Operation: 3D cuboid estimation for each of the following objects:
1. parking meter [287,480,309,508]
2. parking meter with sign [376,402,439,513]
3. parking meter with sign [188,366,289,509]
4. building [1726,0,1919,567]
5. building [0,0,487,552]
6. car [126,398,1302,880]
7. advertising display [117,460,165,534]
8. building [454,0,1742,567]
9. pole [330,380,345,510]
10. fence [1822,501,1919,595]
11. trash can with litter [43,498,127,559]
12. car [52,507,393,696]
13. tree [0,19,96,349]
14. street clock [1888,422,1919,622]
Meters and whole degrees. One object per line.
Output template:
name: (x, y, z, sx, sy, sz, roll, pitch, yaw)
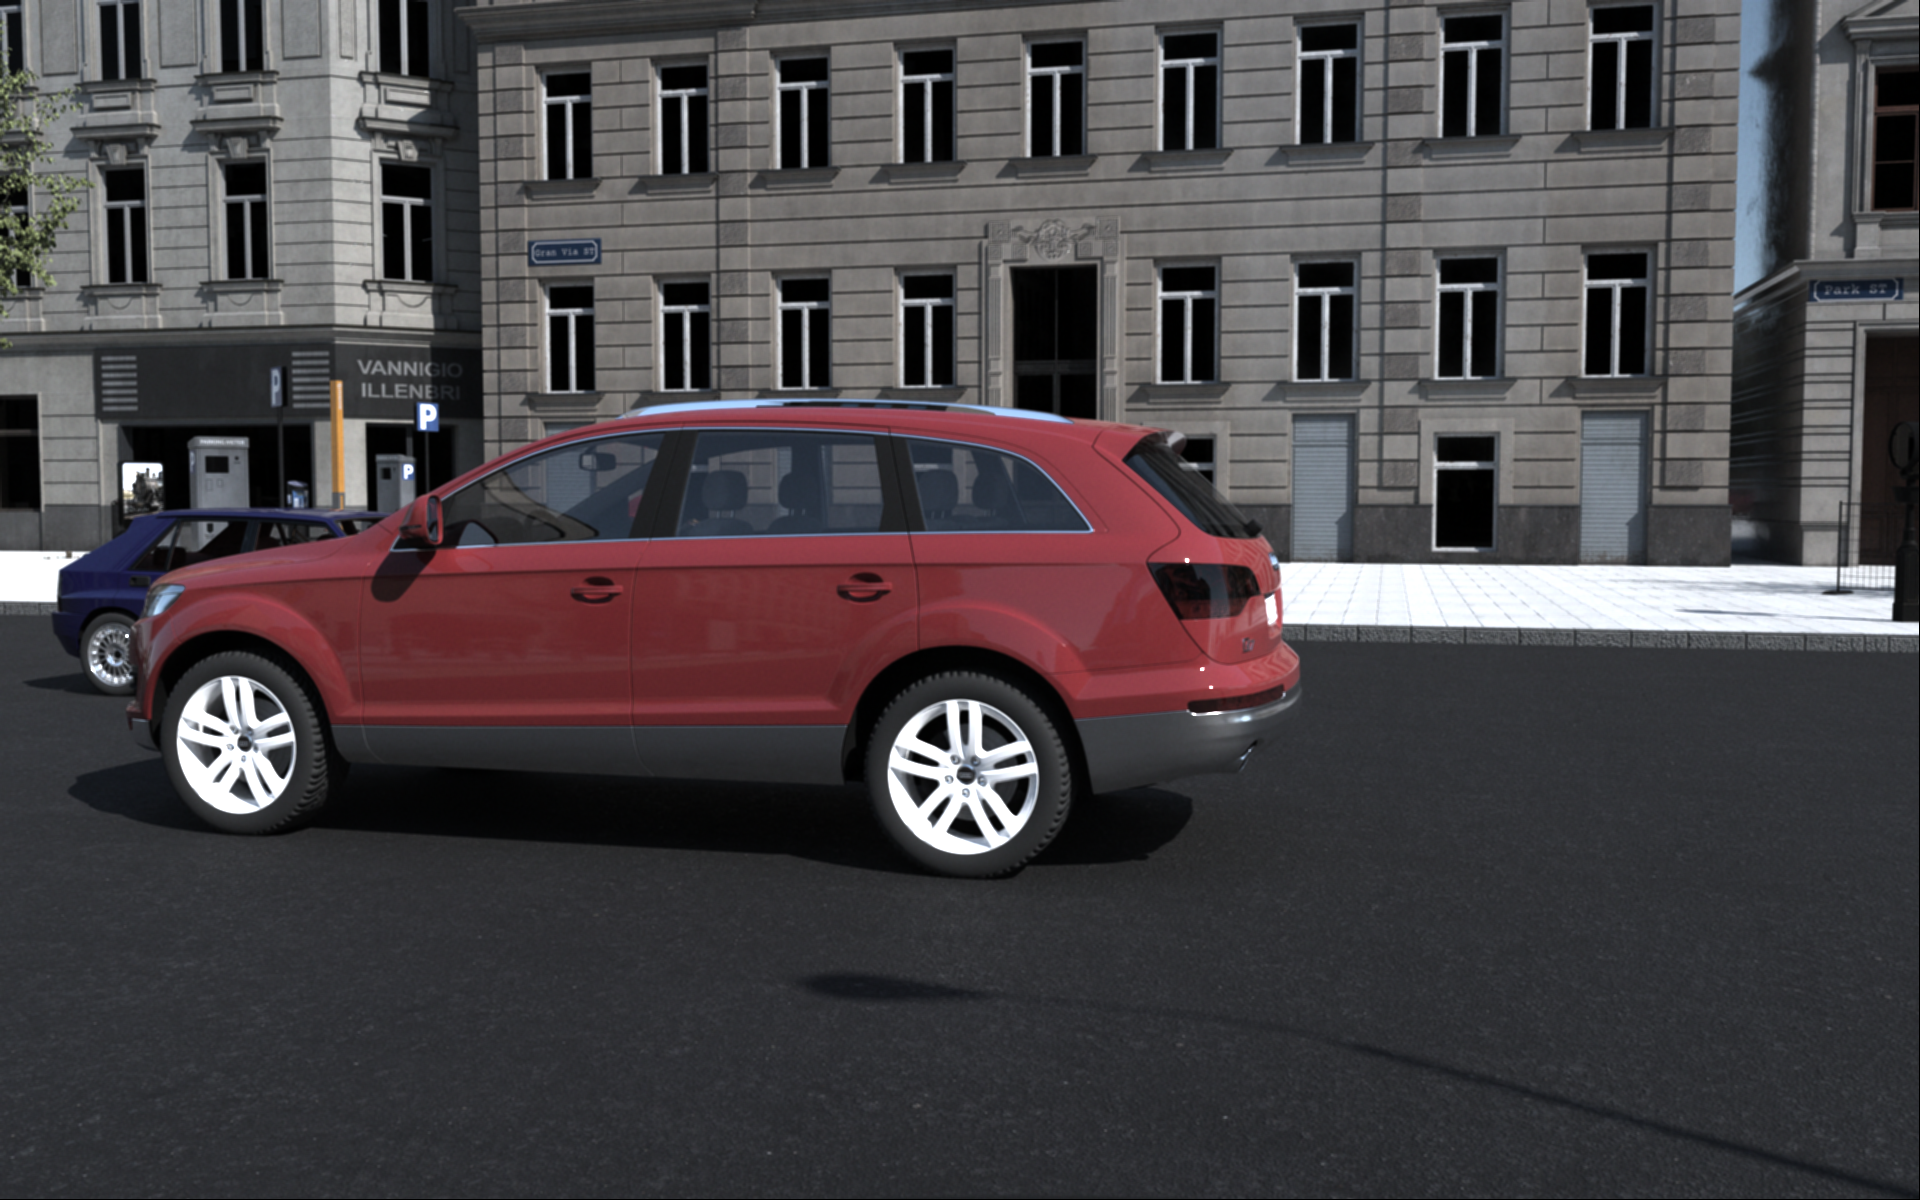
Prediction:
parking meter: (-12.278, -1.452, 32.150, 0.372, 1.533, 0.369, 0, 3, 0)
parking meter with sign: (-10.898, -2.279, 33.524, 1.738, 3.016, 0.543, 2, 4, 30)
parking meter with sign: (-9.997, -1.656, 23.330, 1.738, 3.016, 0.543, -3, 4, -36)
building: (25.545, -12.005, 32.432, 21.152, 22.565, 11.583, 1, 4, 14)
building: (-29.965, -16.626, 48.256, 44.131, 29.872, 17.030, 1, 4, 14)
car: (-1.179, 0.058, 7.725, 5.304, 1.827, 2.281, 1, 4, 15)
advertising display: (-15.891, -1.739, 33.649, 0.123, 1.923, 0.974, 2, 4, 26)
building: (3.123, -14.721, 37.949, 25.104, 27.353, 12.463, 1, 4, 14)
pole: (-11.202, -2.285, 31.197, 0.158, 3.312, 0.155, 0, 3, 0)
fence: (11.904, -0.622, 21.373, 0.480, 1.192, 2.264, -3, 4, -37)
trash can with litter: (-17.289, -1.464, 34.992, 2.233, 1.210, 1.678, -2, 4, -31)
car: (-4.519, -0.009, 12.734, 3.894, 1.354, 1.945, 1, 4, 14)
tree: (-15.406, -4.643, 26.277, 4.737, 8.622, 4.395, 0, 3, 0)
street clock: (9.525, -0.783, 17.370, 0.358, 2.002, 0.471, 0, 4, -1)
